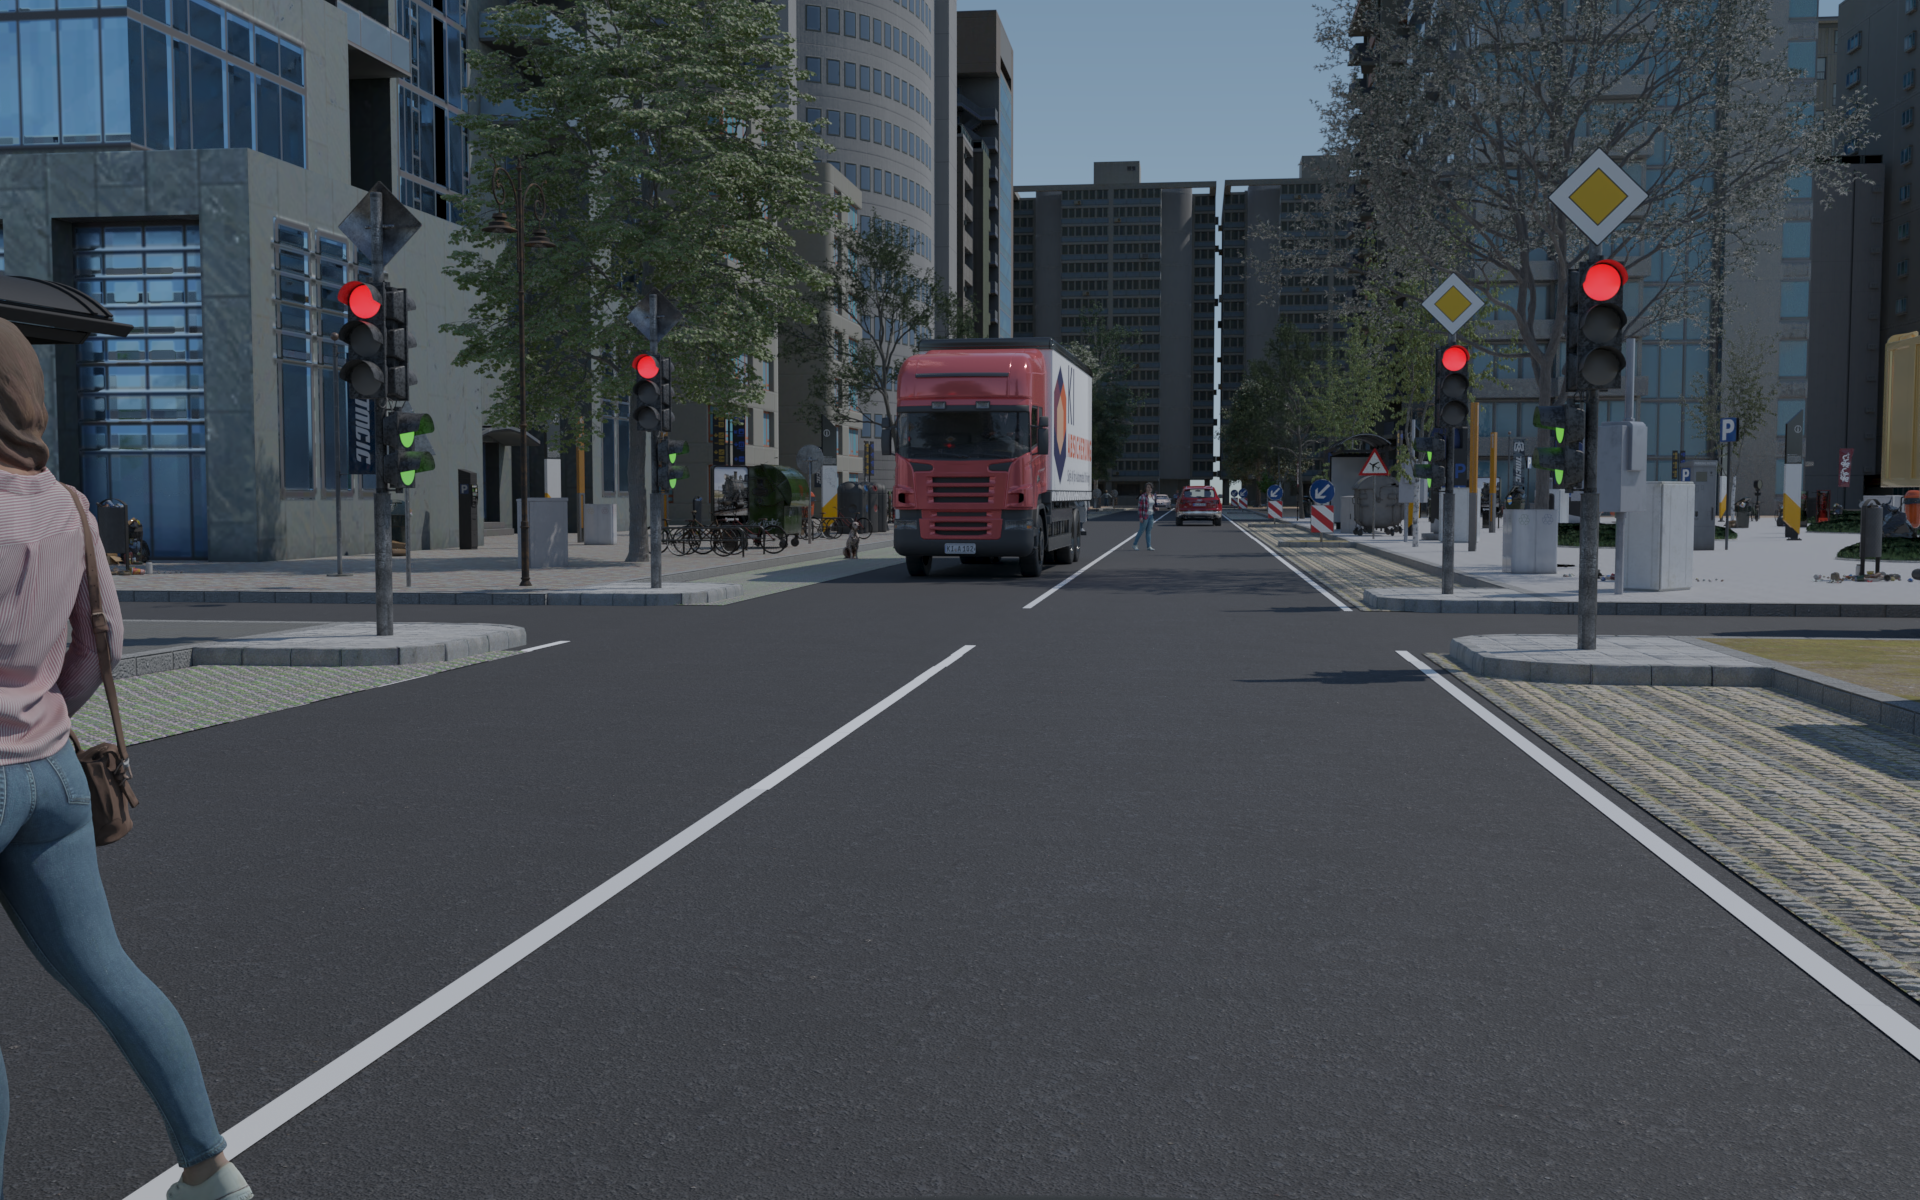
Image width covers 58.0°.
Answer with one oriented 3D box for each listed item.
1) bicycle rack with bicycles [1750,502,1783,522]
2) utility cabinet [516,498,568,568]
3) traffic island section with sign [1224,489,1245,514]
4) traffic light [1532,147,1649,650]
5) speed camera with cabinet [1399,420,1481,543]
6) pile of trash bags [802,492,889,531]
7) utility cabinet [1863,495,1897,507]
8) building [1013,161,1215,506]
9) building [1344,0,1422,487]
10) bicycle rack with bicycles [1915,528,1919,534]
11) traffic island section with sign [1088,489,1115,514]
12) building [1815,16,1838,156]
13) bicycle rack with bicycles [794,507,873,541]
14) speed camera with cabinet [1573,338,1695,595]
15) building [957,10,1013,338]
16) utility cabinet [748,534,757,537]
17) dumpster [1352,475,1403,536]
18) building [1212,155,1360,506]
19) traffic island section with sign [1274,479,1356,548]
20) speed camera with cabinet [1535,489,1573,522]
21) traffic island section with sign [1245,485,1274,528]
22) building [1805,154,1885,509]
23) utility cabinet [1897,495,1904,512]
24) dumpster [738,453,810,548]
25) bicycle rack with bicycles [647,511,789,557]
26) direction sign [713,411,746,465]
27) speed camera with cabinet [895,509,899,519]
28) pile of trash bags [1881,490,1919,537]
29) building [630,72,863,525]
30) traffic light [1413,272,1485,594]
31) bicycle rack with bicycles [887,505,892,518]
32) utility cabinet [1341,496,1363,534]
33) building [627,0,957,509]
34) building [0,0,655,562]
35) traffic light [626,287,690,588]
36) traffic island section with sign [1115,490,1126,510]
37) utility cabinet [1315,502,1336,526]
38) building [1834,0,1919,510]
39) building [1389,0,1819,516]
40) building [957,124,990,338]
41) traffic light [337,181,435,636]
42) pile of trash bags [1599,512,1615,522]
[{"bbox_3d":[37.710,-4.143,81.123,2.852,0.926,2.925,2,4,35],"label":"bicycle rack with bicycles"},{"bbox_3d":[-7.318,-1.175,30.371,0.306,1.237,1.020,2,4,27],"label":"utility cabinet"},{"bbox_3d":[20.096,-7.043,123.788,1.989,1.847,2.006,0,4,8],"label":"traffic island section with sign"},{"bbox_3d":[5.165,-1.547,14.211,0.839,4.253,0.868,0,4,8],"label":"traffic light"},{"bbox_3d":[12.742,-3.159,45.993,2.038,3.252,0.660,2,4,24],"label":"speed camera with cabinet"},{"bbox_3d":[-4.109,-3.097,60.384,3.447,1.369,1.912,1,4,23],"label":"pile of trash bags"},{"bbox_3d":[34.966,-3.350,65.936,1.020,1.237,0.306,3,4,37],"label":"utility cabinet"},{"bbox_3d":[18.393,-31.379,204.923,23.993,40.220,32.217,0,4,8],"label":"building"},{"bbox_3d":[44.168,-30.042,145.810,22.147,44.769,28.867,0,4,8],"label":"building"},{"bbox_3d":[27.467,-2.040,46.734,2.925,0.926,2.852,-1,4,-11],"label":"bicycle rack with bicycles"},{"bbox_3d":[9.922,-7.105,124.795,1.989,1.847,2.006,0,4,8],"label":"traffic island section with sign"},{"bbox_3d":[90.118,-36.926,192.977,27.495,52.752,28.713,0,4,8],"label":"building"},{"bbox_3d":[-4.288,-2.172,48.891,2.925,0.926,2.852,3,4,37],"label":"bicycle rack with bicycles"},{"bbox_3d":[8.915,-1.736,22.719,2.038,3.252,0.660,-3,5,-42],"label":"speed camera with cabinet"},{"bbox_3d":[-2.889,-31.180,159.903,14.200,45.320,14.600,0,4,8],"label":"building"},{"bbox_3d":[-6.355,-2.451,51.239,1.020,1.237,0.306,1,4,22],"label":"utility cabinet"},{"bbox_3d":[12.826,-2.921,53.516,1.264,1.857,1.865,0,4,8],"label":"dumpster"},{"bbox_3d":[42.090,-31.147,201.130,23.993,40.220,32.217,0,4,8],"label":"building"},{"bbox_3d":[9.643,-2.341,46.911,1.989,1.847,2.006,0,4,8],"label":"traffic island section with sign"},{"bbox_3d":[20.417,-3.916,58.359,0.660,3.252,2.038,-3,4,-39],"label":"speed camera with cabinet"},{"bbox_3d":[13.368,-4.015,74.273,1.989,1.847,2.006,0,4,8],"label":"traffic island section with sign"},{"bbox_3d":[70.208,-23.194,150.929,14.107,30.474,14.160,0,4,8],"label":"building"},{"bbox_3d":[42.342,-4.116,78.457,1.020,1.237,0.306,-2,4,-29],"label":"utility cabinet"},{"bbox_3d":[-4.529,-2.377,41.361,1.502,2.255,1.985,0,4,8],"label":"dumpster"},{"bbox_3d":[-5.287,-1.394,36.170,2.925,0.926,2.852,1,4,8],"label":"bicycle rack with bicycles"},{"bbox_3d":[-6.265,-3.367,47.045,0.876,3.537,0.379,0,4,-3],"label":"direction sign"},{"bbox_3d":[-2.065,-4.222,63.360,0.660,3.252,2.038,0,4,-1],"label":"speed camera with cabinet"},{"bbox_3d":[22.870,-1.943,41.528,1.912,1.369,3.447,2,4,27],"label":"pile of trash bags"},{"bbox_3d":[-21.252,-14.793,86.898,27.650,21.520,28.899,0,4,8],"label":"building"},{"bbox_3d":[6.241,-2.031,22.123,0.839,4.253,0.868,0,4,8],"label":"traffic light"},{"bbox_3d":[-2.750,-4.299,83.670,2.852,0.926,2.925,1,4,14],"label":"bicycle rack with bicycles"},{"bbox_3d":[12.744,-2.765,56.367,0.306,1.237,1.020,-1,4,-15],"label":"utility cabinet"},{"bbox_3d":[-12.522,-35.041,114.915,21.231,58.520,28.212,0,4,8],"label":"building"},{"bbox_3d":[-22.204,-44.902,46.817,22.319,86.520,31.000,0,4,8],"label":"building"},{"bbox_3d":[-4.128,-2.116,23.512,0.839,4.253,0.868,0,4,8],"label":"traffic light"},{"bbox_3d":[13.571,-8.749,151.678,1.989,1.847,2.006,0,4,8],"label":"traffic island section with sign"},{"bbox_3d":[14.814,-3.711,69.358,1.173,1.500,0.318,0,4,-3],"label":"utility cabinet"},{"bbox_3d":[87.597,-31.842,144.323,21.600,48.544,21.300,0,4,8],"label":"building"},{"bbox_3d":[42.015,-30.325,115.419,23.786,49.044,30.456,0,4,8],"label":"building"},{"bbox_3d":[-5.408,-22.289,136.121,14.160,30.474,14.107,0,4,8],"label":"building"},{"bbox_3d":[-5.203,-1.632,15.599,0.839,4.253,0.868,0,4,8],"label":"traffic light"},{"bbox_3d":[26.777,-4.022,75.505,3.447,1.369,1.912,-2,4,-24],"label":"pile of trash bags"}]
